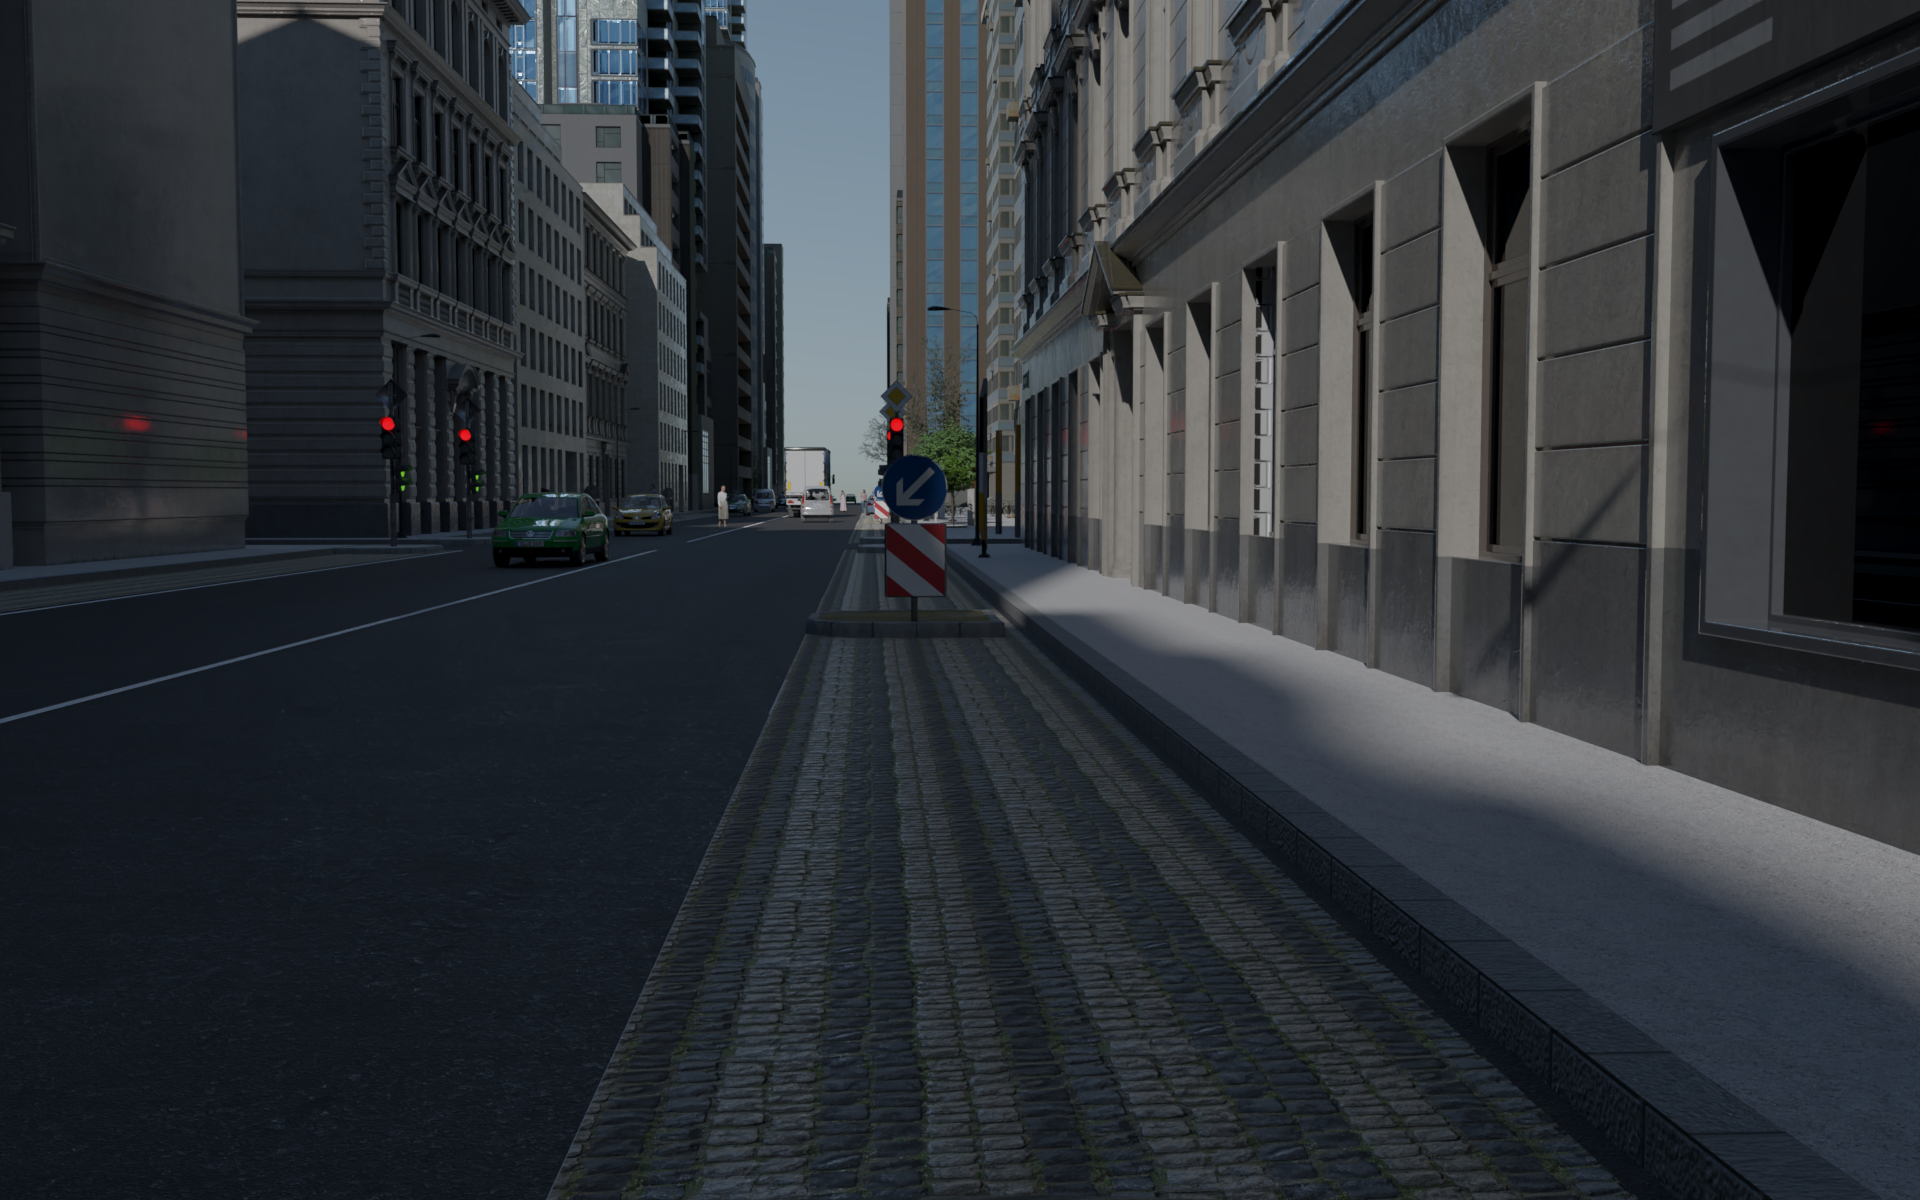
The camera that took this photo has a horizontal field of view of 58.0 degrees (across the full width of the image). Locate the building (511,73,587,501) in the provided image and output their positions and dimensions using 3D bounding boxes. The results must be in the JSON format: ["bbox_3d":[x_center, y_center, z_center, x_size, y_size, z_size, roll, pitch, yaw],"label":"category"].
[{"bbox_3d":[-23.470,-13.635,77.691,10.420,20.320,16.860,0,4,-3],"label":"building"}]

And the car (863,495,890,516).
[{"bbox_3d":[-5.014,-5.872,108.013,2.014,1.417,4.499,0,4,-3],"label":"car"}]

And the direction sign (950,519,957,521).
[{"bbox_3d":[-0.324,-5.466,81.362,0.876,3.537,0.379,3,5,41],"label":"direction sign"}]

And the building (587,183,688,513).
[{"bbox_3d":[-24.261,-15.915,114.968,10.420,20.320,16.860,0,4,-3],"label":"building"}]

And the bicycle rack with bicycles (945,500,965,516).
[{"bbox_3d":[-0.812,-5.339,100.666,2.925,0.926,2.852,-1,4,-11],"label":"bicycle rack with bicycles"}]

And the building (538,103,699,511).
[{"bbox_3d":[-27.751,-22.021,131.740,14.160,30.474,14.107,0,4,-3],"label":"building"}]

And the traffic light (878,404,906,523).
[{"bbox_3d":[-1.993,-3.788,50.848,0.839,4.253,0.868,0,4,-3],"label":"traffic light"}]

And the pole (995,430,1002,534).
[{"bbox_3d":[1.240,-3.764,55.382,0.158,3.312,0.155,0,3,0],"label":"pole"}]

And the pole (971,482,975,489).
[{"bbox_3d":[0.651,-5.524,84.153,0.158,3.312,0.155,0,3,0],"label":"pole"}]

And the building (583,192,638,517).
[{"bbox_3d":[-24.368,-14.136,95.745,10.561,19.102,19.286,0,4,-3],"label":"building"}]

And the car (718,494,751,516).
[{"bbox_3d":[-14.669,-6.189,112.991,2.131,1.459,4.920,0,4,-2],"label":"car"}]

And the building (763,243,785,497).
[{"bbox_3d":[-35.265,-36.145,274.570,14.154,41.232,14.086,0,4,-3],"label":"building"}]

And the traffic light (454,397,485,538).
[{"bbox_3d":[-14.238,-3.748,50.207,0.839,4.253,0.868,0,4,-3],"label":"traffic light"}]

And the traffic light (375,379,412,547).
[{"bbox_3d":[-13.829,-3.261,42.232,0.839,4.253,0.868,0,4,-3],"label":"traffic light"}]

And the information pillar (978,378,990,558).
[{"bbox_3d":[0.472,-2.660,34.846,0.183,3.616,0.504,1,4,11],"label":"information pillar"}]

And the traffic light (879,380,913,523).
[{"bbox_3d":[-1.585,-3.300,42.873,0.839,4.253,0.868,0,4,-3],"label":"traffic light"}]

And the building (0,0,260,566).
[{"bbox_3d":[-26.280,-12.138,34.612,21.152,22.565,11.583,0,4,-3],"label":"building"}]

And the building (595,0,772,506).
[{"bbox_3d":[-38.361,-57.354,250.411,22.319,86.520,31.000,0,4,-3],"label":"building"}]

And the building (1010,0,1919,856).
[{"bbox_3d":[10.467,-14.955,20.935,17.030,29.872,44.131,0,4,-3],"label":"building"}]

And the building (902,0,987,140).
[{"bbox_3d":[2.472,-29.844,138.067,14.600,45.320,14.200,0,4,-3],"label":"building"}]

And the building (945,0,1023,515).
[{"bbox_3d":[14.440,-25.851,114.539,32.217,40.220,23.993,0,4,-3],"label":"building"}]

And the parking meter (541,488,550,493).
[{"bbox_3d":[-17.256,-3.896,72.117,0.372,1.533,0.369,0,3,0],"label":"parking meter"}]

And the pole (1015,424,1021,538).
[{"bbox_3d":[1.701,-3.486,50.845,0.158,3.312,0.155,0,3,0],"label":"pole"}]

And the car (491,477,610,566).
[{"bbox_3d":[-8.403,-1.649,35.751,1.959,1.807,4.718,0,4,-2],"label":"car"}]

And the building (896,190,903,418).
[{"bbox_3d":[0.817,-24.185,167.118,14.160,30.474,14.107,0,4,-3],"label":"building"}]

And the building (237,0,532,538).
[{"bbox_3d":[-21.964,-14.068,58.889,11.050,23.489,19.941,0,4,-3],"label":"building"}]

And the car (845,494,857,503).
[{"bbox_3d":[-17.015,-15.921,269.101,1.959,1.807,4.718,0,4,-4],"label":"car"}]

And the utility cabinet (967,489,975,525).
[{"bbox_3d":[0.560,-3.797,70.757,0.318,1.500,1.173,1,4,13],"label":"utility cabinet"}]

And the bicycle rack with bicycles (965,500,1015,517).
[{"bbox_3d":[2.335,-5.264,99.443,2.852,0.926,2.925,-1,4,-23],"label":"bicycle rack with bicycles"}]

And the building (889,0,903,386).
[{"bbox_3d":[2.911,-39.483,187.541,21.231,58.520,28.212,0,4,-3],"label":"building"}]

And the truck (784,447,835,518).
[{"bbox_3d":[-9.445,-7.337,108.865,2.839,4.237,11.283,0,4,-2],"label":"truck"}]

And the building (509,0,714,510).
[{"bbox_3d":[-32.770,-51.354,152.314,22.319,86.520,31.000,0,4,-3],"label":"building"}]

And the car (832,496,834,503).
[{"bbox_3d":[-20.588,-15.943,270.254,1.945,1.707,3.694,0,4,-3],"label":"car"}]

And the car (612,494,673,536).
[{"bbox_3d":[-11.025,-3.065,60.330,2.015,1.641,3.980,0,4,-4],"label":"car"}]

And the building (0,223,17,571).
[{"bbox_3d":[-21.741,-14.055,17.186,14.401,28.519,23.554,0,4,-3],"label":"building"}]

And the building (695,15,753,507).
[{"bbox_3d":[-33.146,-34.030,180.100,21.300,48.544,21.600,0,4,-3],"label":"building"}]

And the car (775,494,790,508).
[{"bbox_3d":[-18.039,-10.110,177.095,2.131,1.459,4.920,0,4,-3],"label":"car"}]
